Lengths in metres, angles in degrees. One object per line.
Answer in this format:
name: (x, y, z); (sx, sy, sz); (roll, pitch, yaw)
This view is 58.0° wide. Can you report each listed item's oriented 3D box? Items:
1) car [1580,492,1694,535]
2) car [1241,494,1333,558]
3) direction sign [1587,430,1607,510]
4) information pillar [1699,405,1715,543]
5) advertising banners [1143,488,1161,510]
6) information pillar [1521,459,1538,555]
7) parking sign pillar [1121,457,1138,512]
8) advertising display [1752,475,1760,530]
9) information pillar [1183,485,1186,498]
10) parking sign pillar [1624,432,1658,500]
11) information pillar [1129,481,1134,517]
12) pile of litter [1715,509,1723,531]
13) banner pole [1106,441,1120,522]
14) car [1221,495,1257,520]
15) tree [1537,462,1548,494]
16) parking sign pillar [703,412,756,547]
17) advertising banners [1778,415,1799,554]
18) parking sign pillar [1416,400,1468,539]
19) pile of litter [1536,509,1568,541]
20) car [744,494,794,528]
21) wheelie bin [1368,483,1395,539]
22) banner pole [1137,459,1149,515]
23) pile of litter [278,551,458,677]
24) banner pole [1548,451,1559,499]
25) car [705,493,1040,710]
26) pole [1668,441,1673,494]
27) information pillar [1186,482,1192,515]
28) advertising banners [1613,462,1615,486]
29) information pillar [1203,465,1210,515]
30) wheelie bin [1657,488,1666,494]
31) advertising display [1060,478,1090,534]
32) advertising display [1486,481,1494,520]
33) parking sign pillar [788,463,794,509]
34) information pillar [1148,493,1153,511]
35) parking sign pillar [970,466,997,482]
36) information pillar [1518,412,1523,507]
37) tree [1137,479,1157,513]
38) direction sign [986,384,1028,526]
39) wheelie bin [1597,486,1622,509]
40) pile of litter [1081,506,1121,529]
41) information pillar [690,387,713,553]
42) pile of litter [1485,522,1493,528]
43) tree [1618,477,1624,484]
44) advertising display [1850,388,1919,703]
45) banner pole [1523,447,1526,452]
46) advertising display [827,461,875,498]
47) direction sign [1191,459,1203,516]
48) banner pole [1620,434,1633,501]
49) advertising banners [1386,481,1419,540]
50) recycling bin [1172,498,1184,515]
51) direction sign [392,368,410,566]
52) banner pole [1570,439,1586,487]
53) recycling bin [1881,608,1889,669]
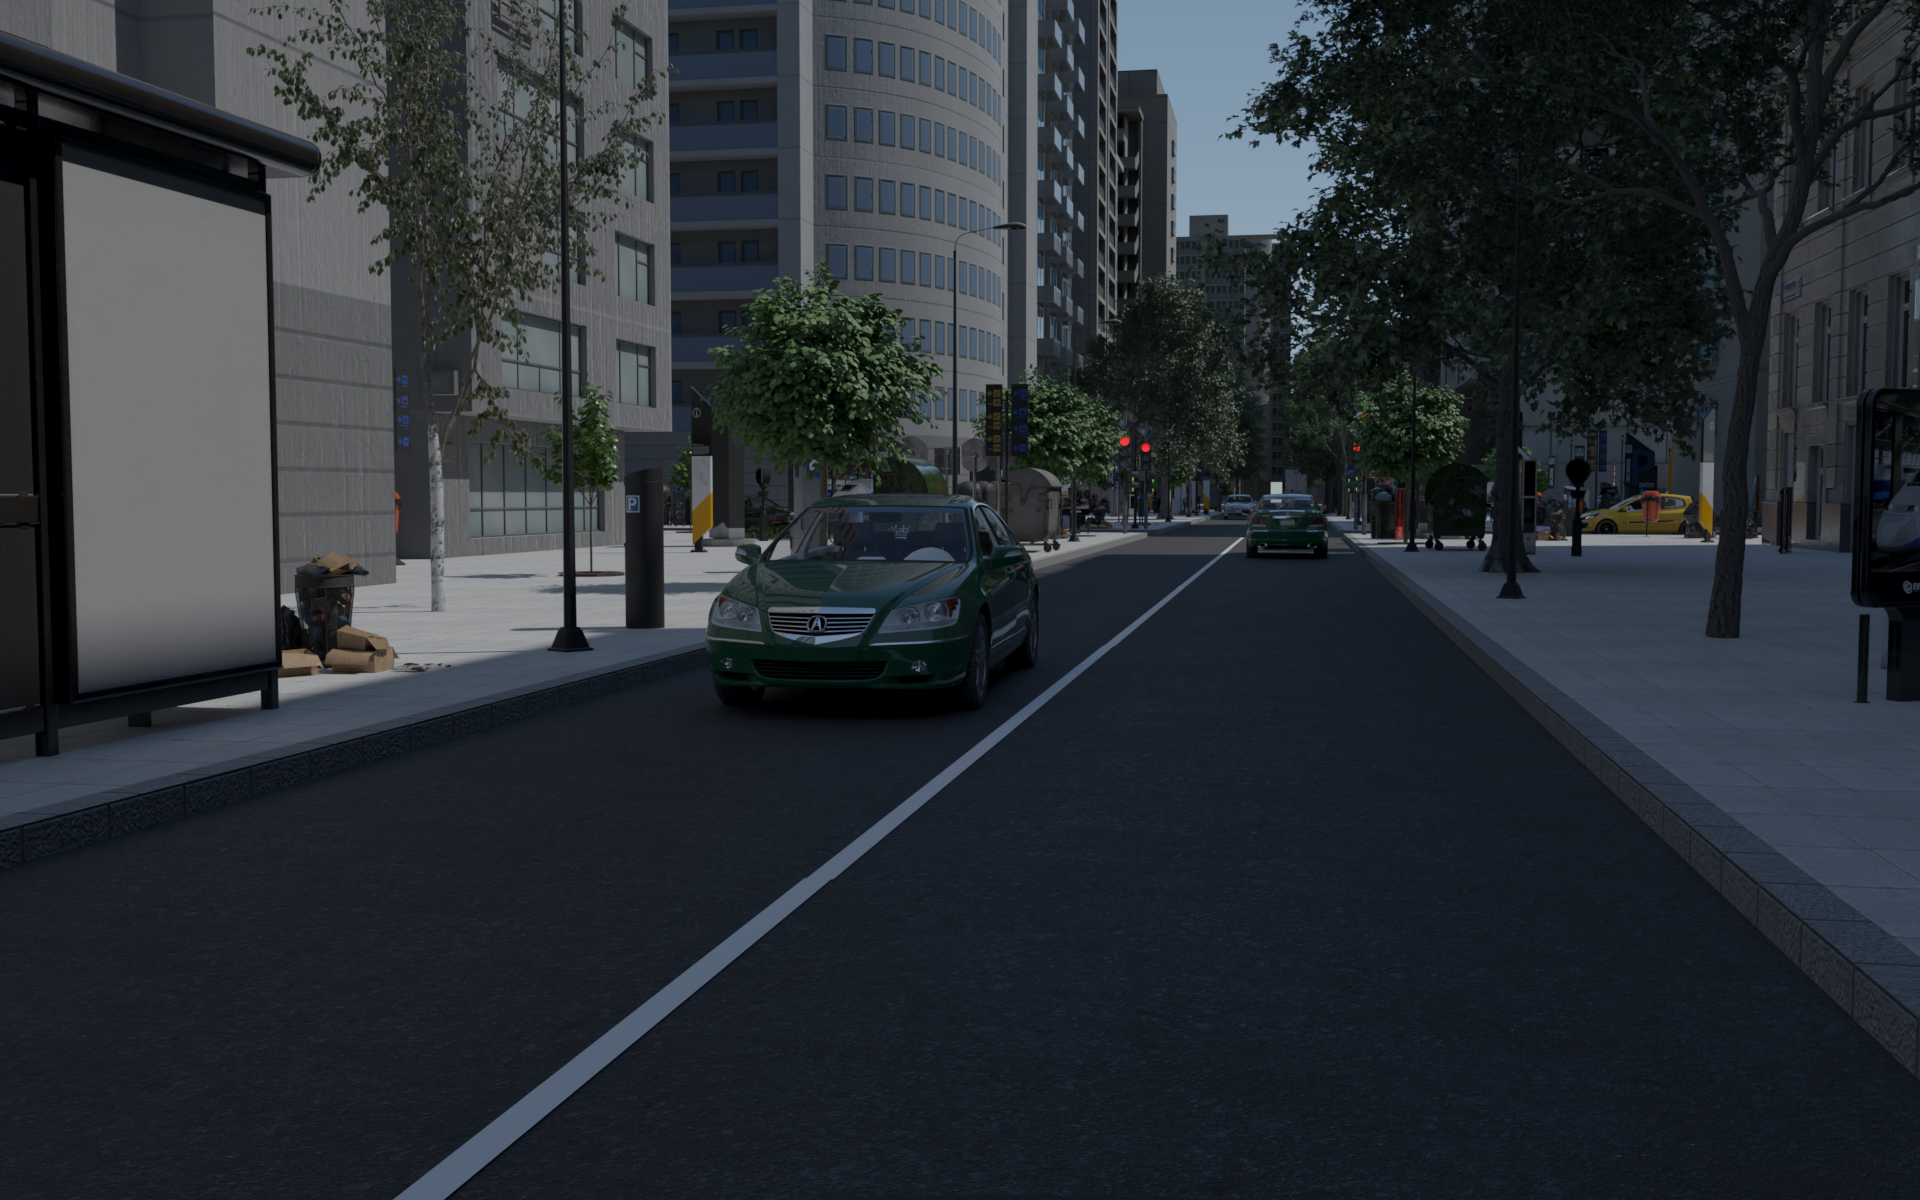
car: (22.506, -2.878, 57.282); (3.980, 1.641, 2.015); (1, 4, 11)
car: (7.596, -1.742, 40.282); (2.131, 1.459, 4.920); (1, 4, 10)
direction sign: (22.408, -4.220, 60.997); (0.876, 3.537, 0.379); (-1, 4, -23)
information pillar: (19.694, -3.321, 45.646); (0.504, 3.616, 0.183); (-2, 4, -33)
advertising banners: (15.344, -8.626, 137.229); (2.074, 3.025, 0.090); (-1, 4, -23)
information pillar: (12.076, -1.975, 36.781); (0.304, 2.012, 0.304); (1, 4, 12)
parking sign pillar: (11.966, -8.206, 122.642); (1.447, 3.967, 1.447); (2, 4, 25)
advertising display: (27.589, -3.353, 60.038); (0.123, 1.923, 0.974); (1, 4, 19)
information pillar: (14.183, -7.170, 108.580); (0.504, 3.616, 0.183); (3, 4, 37)
parking sign pillar: (29.681, -5.321, 75.475); (1.447, 3.967, 1.447); (0, 4, -6)
information pillar: (9.585, -5.655, 96.951); (0.304, 2.012, 0.304); (-1, 4, -19)
pile of litter: (28.674, -3.068, 64.123); (1.176, 0.858, 1.719); (1, 4, 11)
banner pole: (7.032, -5.440, 78.958); (0.863, 3.779, 0.401); (2, 4, 24)
car: (15.846, -5.276, 98.266); (2.014, 1.417, 4.499); (1, 4, 9)
tree: (34.725, -6.683, 103.868); (1.663, 3.219, 1.824); (0, 3, 0)
parking sign pillar: (-5.747, -3.308, 42.553); (1.447, 3.967, 1.447); (-2, 4, -30)
advertising banners: (18.114, -2.546, 37.818); (0.090, 3.025, 2.074); (2, 4, 34)
parking sign pillar: (13.851, -3.744, 49.680); (1.447, 3.967, 1.447); (1, 4, 11)
pile of litter: (16.279, -2.079, 47.957); (1.176, 0.858, 1.719); (2, 4, 31)
car: (-7.484, -3.249, 62.908); (4.222, 1.686, 2.009); (1, 4, 10)
wheelie bin: (12.197, -2.573, 49.971); (0.693, 1.594, 0.980); (-1, 4, -14)
banner pole: (11.447, -7.217, 108.018); (0.863, 3.779, 0.401); (-2, 4, -24)
pile of litter: (-4.636, 0.083, 12.601); (1.719, 0.858, 1.176); (1, 4, 9)
banner pole: (34.289, -6.729, 100.031); (0.401, 3.779, 0.863); (-2, 4, -34)
car: (-0.494, -0.082, 13.146); (2.131, 1.459, 4.920); (1, 4, 10)
pole: (27.372, -4.460, 66.769); (0.158, 3.312, 0.155); (0, 3, 0)
information pillar: (13.809, -6.120, 104.555); (0.304, 2.012, 0.304); (1, 4, 23)
advertising banners: (36.374, -6.102, 95.958); (0.090, 3.025, 2.074); (2, 4, 31)
information pillar: (15.082, -7.005, 105.889); (0.504, 3.616, 0.183); (-3, 5, -42)
wheelie bin: (35.803, -4.945, 88.763); (0.980, 1.594, 0.693); (2, 4, 35)
advertising display: (3.737, -3.122, 56.256); (0.974, 1.923, 0.123); (0, 4, -2)
advertising display: (26.636, -4.965, 86.398); (0.974, 1.923, 0.123); (-1, 4, -14)
parking sign pillar: (-6.226, -4.956, 69.496); (1.447, 3.967, 1.447); (0, 4, 6)
information pillar: (14.027, -8.353, 127.931); (0.504, 3.616, 0.183); (1, 4, 13)
parking sign pillar: (1.078, -5.312, 75.329); (1.447, 3.967, 1.447); (2, 4, 29)
information pillar: (13.333, -3.083, 41.765); (0.504, 3.616, 0.183); (-2, 4, -27)
tree: (12.459, -7.531, 117.738); (1.663, 3.219, 1.824); (0, 3, 0)
direction sign: (0.964, -2.673, 35.696); (0.876, 3.537, 0.379); (1, 4, 9)
wheelie bin: (25.607, -3.689, 68.223); (0.980, 1.594, 0.693); (0, 4, -8)
pile of litter: (5.122, -3.056, 63.929); (1.719, 0.858, 1.176); (3, 4, 36)
information pillar: (-5.665, -2.850, 37.948); (0.504, 3.616, 0.183); (1, 4, 23)
pile of litter: (20.438, -3.112, 64.845); (1.719, 0.858, 1.176); (2, 4, 29)
tree: (40.837, -6.712, 104.340); (1.663, 3.219, 1.824); (0, 3, 0)
advertising display: (5.951, -0.338, 10.733); (0.974, 1.923, 0.123); (-1, 4, -19)
banner pole: (30.069, -6.263, 92.424); (0.401, 3.779, 0.863); (2, 4, 25)
advertising display: (-1.995, -1.569, 30.865); (0.974, 1.923, 0.123); (-1, 4, -13)
direction sign: (14.125, -6.808, 103.305); (0.379, 3.537, 0.876); (-3, 4, -39)
banner pole: (27.950, -5.060, 72.742); (0.863, 3.779, 0.401); (-2, 4, -27)
advertising banners: (12.281, -3.189, 48.329); (0.090, 3.025, 2.074); (3, 5, 42)
recycling bin: (13.611, -5.825, 107.791); (0.722, 1.027, 0.722); (-2, 4, -29)
direction sign: (-10.190, -2.393, 31.118); (0.379, 3.537, 0.876); (2, 4, 24)
banner pole: (27.967, -5.423, 78.687); (0.863, 3.779, 0.401); (3, 5, 42)
recycling bin: (7.237, -0.001, 12.576); (0.722, 1.027, 0.722); (-2, 4, -30)
